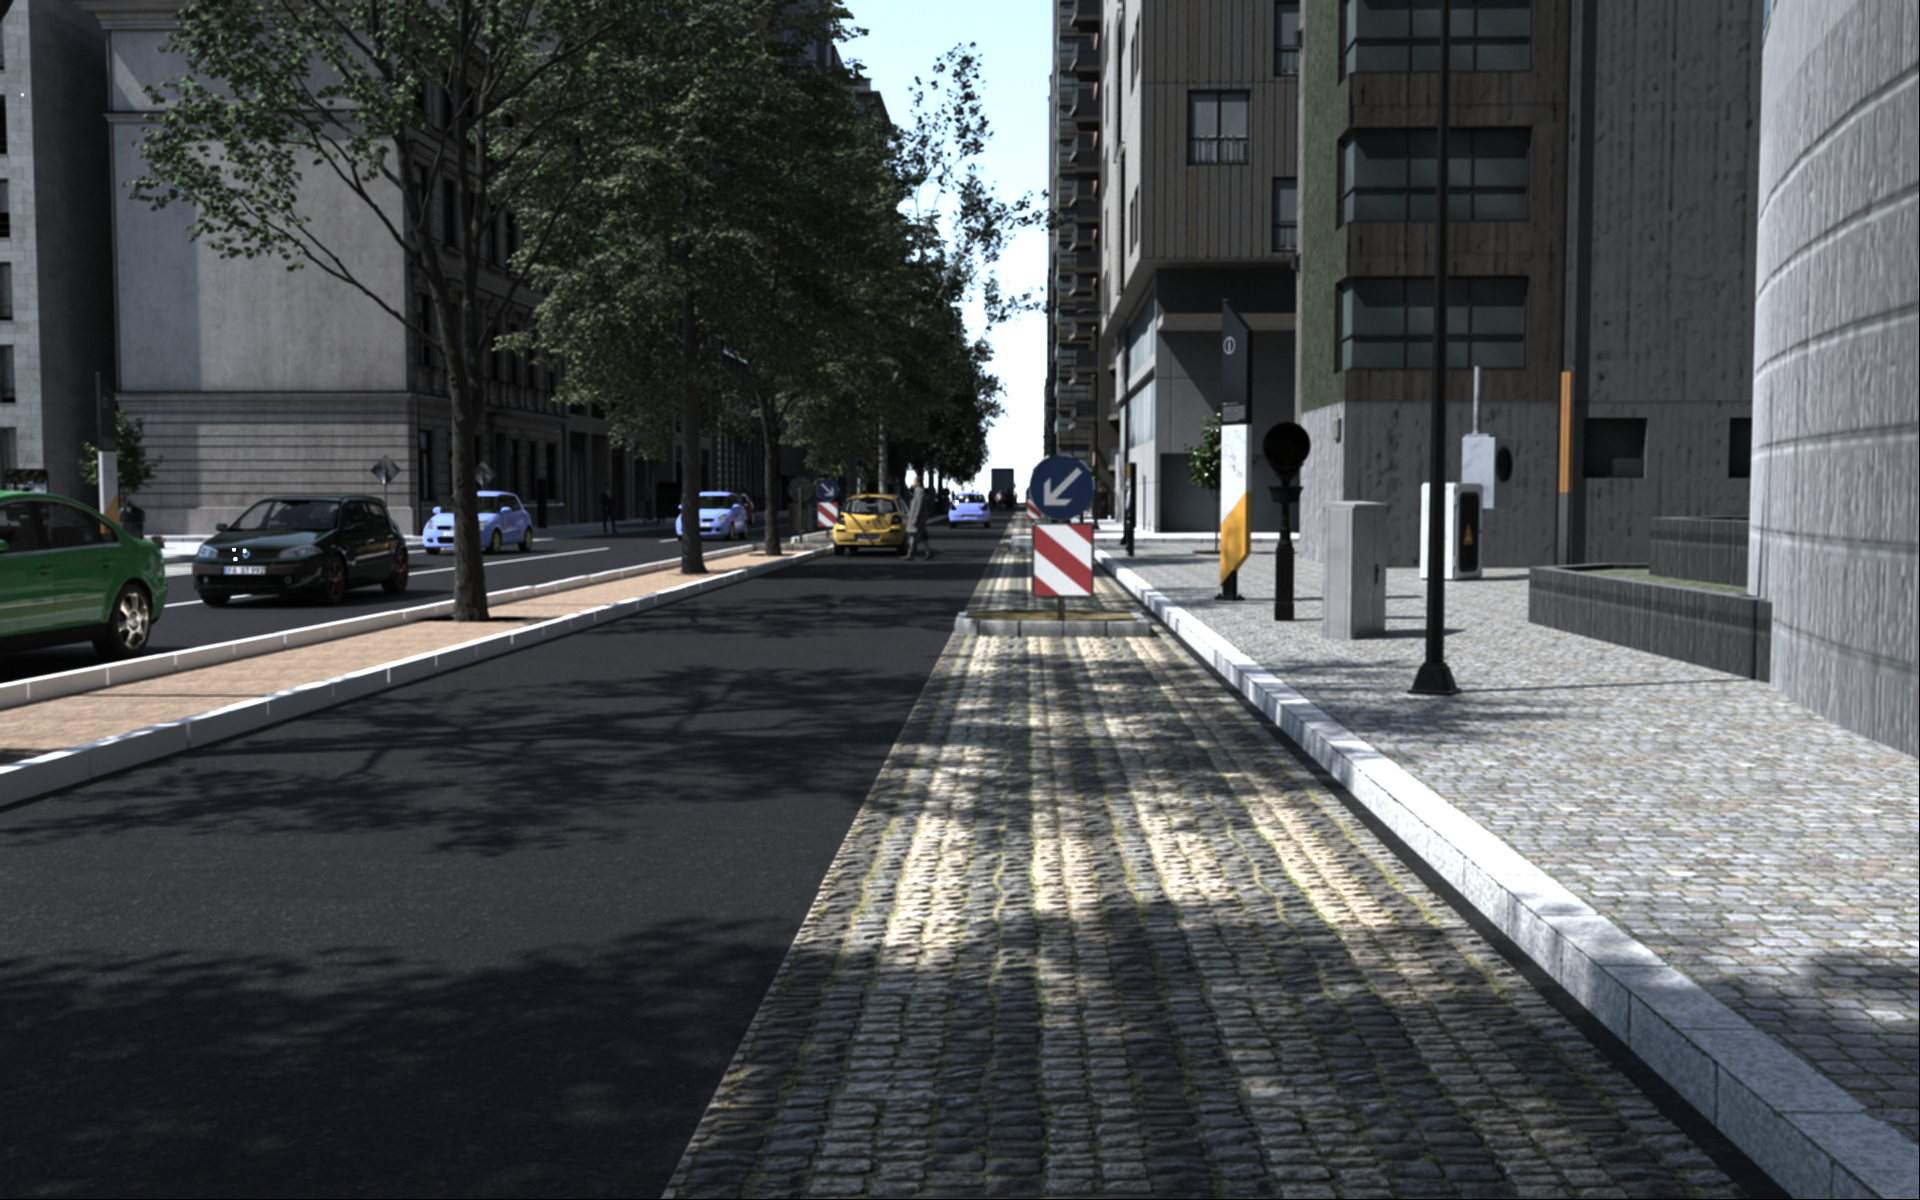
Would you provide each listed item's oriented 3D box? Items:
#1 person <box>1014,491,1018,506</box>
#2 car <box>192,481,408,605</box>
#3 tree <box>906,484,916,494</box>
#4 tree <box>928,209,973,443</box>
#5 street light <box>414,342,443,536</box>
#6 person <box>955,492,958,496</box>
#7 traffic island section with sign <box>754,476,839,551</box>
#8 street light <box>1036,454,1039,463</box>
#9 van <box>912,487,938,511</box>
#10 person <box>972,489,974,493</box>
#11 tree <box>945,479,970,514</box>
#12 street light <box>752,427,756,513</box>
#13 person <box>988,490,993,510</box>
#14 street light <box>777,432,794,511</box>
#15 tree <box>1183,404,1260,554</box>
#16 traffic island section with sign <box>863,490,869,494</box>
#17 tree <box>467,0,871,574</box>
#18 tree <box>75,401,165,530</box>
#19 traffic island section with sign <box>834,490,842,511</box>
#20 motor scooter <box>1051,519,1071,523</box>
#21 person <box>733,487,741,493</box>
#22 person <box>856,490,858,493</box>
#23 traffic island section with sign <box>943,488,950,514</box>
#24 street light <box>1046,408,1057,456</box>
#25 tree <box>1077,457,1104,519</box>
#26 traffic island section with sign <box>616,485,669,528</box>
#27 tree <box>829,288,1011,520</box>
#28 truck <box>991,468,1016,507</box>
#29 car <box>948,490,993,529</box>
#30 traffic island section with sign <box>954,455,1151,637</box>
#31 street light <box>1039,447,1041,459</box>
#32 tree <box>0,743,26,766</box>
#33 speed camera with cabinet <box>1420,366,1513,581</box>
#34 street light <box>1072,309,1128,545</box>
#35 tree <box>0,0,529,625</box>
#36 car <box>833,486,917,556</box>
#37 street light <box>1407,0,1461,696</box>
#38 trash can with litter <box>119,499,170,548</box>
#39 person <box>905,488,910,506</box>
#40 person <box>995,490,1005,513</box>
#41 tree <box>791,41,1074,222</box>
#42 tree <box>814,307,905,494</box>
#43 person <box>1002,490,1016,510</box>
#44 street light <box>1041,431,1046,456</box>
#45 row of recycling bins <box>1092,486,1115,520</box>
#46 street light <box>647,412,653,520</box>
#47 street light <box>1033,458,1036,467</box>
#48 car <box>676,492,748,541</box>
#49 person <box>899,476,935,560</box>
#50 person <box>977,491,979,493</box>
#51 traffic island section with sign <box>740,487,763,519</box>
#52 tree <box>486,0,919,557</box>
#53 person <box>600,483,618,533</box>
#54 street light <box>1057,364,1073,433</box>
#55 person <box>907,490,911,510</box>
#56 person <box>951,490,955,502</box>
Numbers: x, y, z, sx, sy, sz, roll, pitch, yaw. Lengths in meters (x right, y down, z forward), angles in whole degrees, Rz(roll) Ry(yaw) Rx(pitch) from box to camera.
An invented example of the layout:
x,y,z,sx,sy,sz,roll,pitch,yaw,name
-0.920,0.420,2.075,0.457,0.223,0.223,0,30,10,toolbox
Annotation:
x,y,z,sx,sy,sz,roll,pitch,yaw,name
6.979,-12.731,216.590,0.705,1.831,1.348,-1,4,-18,person
-8.920,-0.848,23.656,2.009,1.686,4.222,0,4,0,car
-8.891,-17.922,287.624,1.663,3.219,1.824,0,3,0,tree
-3.462,-8.289,56.106,7.486,12.596,7.792,0,3,0,tree
-15.895,-4.890,52.496,1.470,5.913,1.316,0,4,2,street light
-0.380,-16.753,283.192,1.217,1.735,0.721,0,4,2,person
-4.163,-2.214,44.330,2.006,1.907,1.989,0,4,2,traffic island section with sign
8.456,-12.099,170.355,1.470,5.913,1.316,0,4,2,street light
-2.847,-8.755,147.526,2.240,2.365,5.245,0,4,2,van
1.031,-7.836,136.621,1.348,1.824,0.705,0,4,1,person
-0.906,-10.558,125.437,4.360,8.622,3.978,0,3,0,tree
-13.457,-8.828,116.884,1.470,5.913,1.316,0,4,2,street light
2.723,-8.902,154.592,0.434,1.755,0.990,2,4,24,person
-12.976,-9.556,128.783,1.470,5.913,1.316,0,4,2,street light
5.658,-2.610,37.279,1.663,3.219,1.824,0,3,0,tree
-9.691,-10.445,179.399,1.989,1.847,2.006,0,4,2,traffic island section with sign
-4.720,-6.713,30.334,7.486,12.596,7.792,0,3,0,tree
-17.231,-2.526,35.897,1.663,3.219,1.824,0,3,0,tree
-10.716,-8.763,151.905,1.989,1.847,2.006,0,4,2,traffic island section with sign
2.035,-1.350,34.855,0.815,1.314,1.986,0,4,3,motor scooter
-12.648,-5.478,98.042,0.580,1.828,0.573,1,4,17,person
-7.641,-7.361,129.558,1.217,1.736,0.721,0,4,-7,person
-1.064,-7.259,126.818,2.006,1.907,1.989,0,4,2,traffic island section with sign
5.577,-7.433,94.066,1.470,5.913,1.316,0,4,2,street light
6.446,-5.812,89.622,1.663,3.219,1.824,0,3,0,tree
-13.626,-4.033,74.569,1.989,1.847,2.006,0,4,2,traffic island section with sign
-2.123,-10.626,93.199,9.611,12.733,9.660,0,3,0,tree
4.798,-12.474,192.864,2.839,4.237,11.283,0,4,2,truck
0.431,-3.900,73.362,1.945,1.707,3.694,0,4,2,car
0.948,-0.585,18.185,1.989,1.847,2.006,0,4,2,traffic island section with sign
7.230,-10.130,138.161,1.470,5.913,1.316,0,4,2,street light
-5.729,-4.933,8.865,9.928,11.665,9.643,0,3,0,tree
7.709,-1.952,26.258,0.660,3.252,2.038,3,5,41,speed camera with cabinet
3.656,-4.350,43.669,1.470,5.913,1.316,0,4,2,street light
-5.599,-5.568,19.248,9.928,11.665,9.643,0,3,0,tree
-1.987,-1.923,41.669,2.015,1.641,3.980,0,4,4,car
2.521,-2.354,11.033,1.470,5.913,1.316,0,4,2,street light
-19.238,-1.801,40.838,1.055,1.170,0.624,-2,4,-27,trash can with litter
-3.353,-5.930,105.572,0.709,1.813,0.853,1,4,12,person
3.029,-7.487,131.857,0.756,1.711,0.436,0,3,0,person
-2.057,-13.053,71.755,12.611,20.169,13.585,0,3,0,tree
-3.683,-6.705,62.439,4.737,8.622,4.395,0,3,0,tree
4.334,-8.925,154.521,1.348,1.812,0.705,-1,4,-15,person
6.850,-9.432,126.755,1.470,5.913,1.316,0,4,2,street light
8.370,-4.887,87.012,3.534,1.692,1.069,1,4,13,row of recycling bins
-14.642,-6.859,84.689,1.470,5.913,1.316,0,4,2,street light
9.615,-14.079,202.734,1.470,5.913,1.316,0,4,2,street light
-7.720,-2.717,54.011,1.945,1.707,3.694,0,4,3,car
-0.932,-1.764,37.437,0.767,1.812,0.694,0,4,-1,person
1.437,-8.477,147.815,0.721,1.735,1.217,1,4,15,person
-12.612,-5.681,101.505,1.989,1.847,2.006,0,4,2,traffic island section with sign
-4.419,-6.821,39.740,9.928,11.665,9.643,0,3,0,tree
-12.792,-3.361,63.229,0.659,1.850,0.755,-3,4,-38,person
4.319,-5.464,61.873,1.470,5.913,1.316,0,4,2,street light
-3.952,-7.421,130.504,0.551,1.740,0.621,1,4,16,person
-0.641,-9.706,167.125,0.705,1.831,1.348,1,4,9,person
